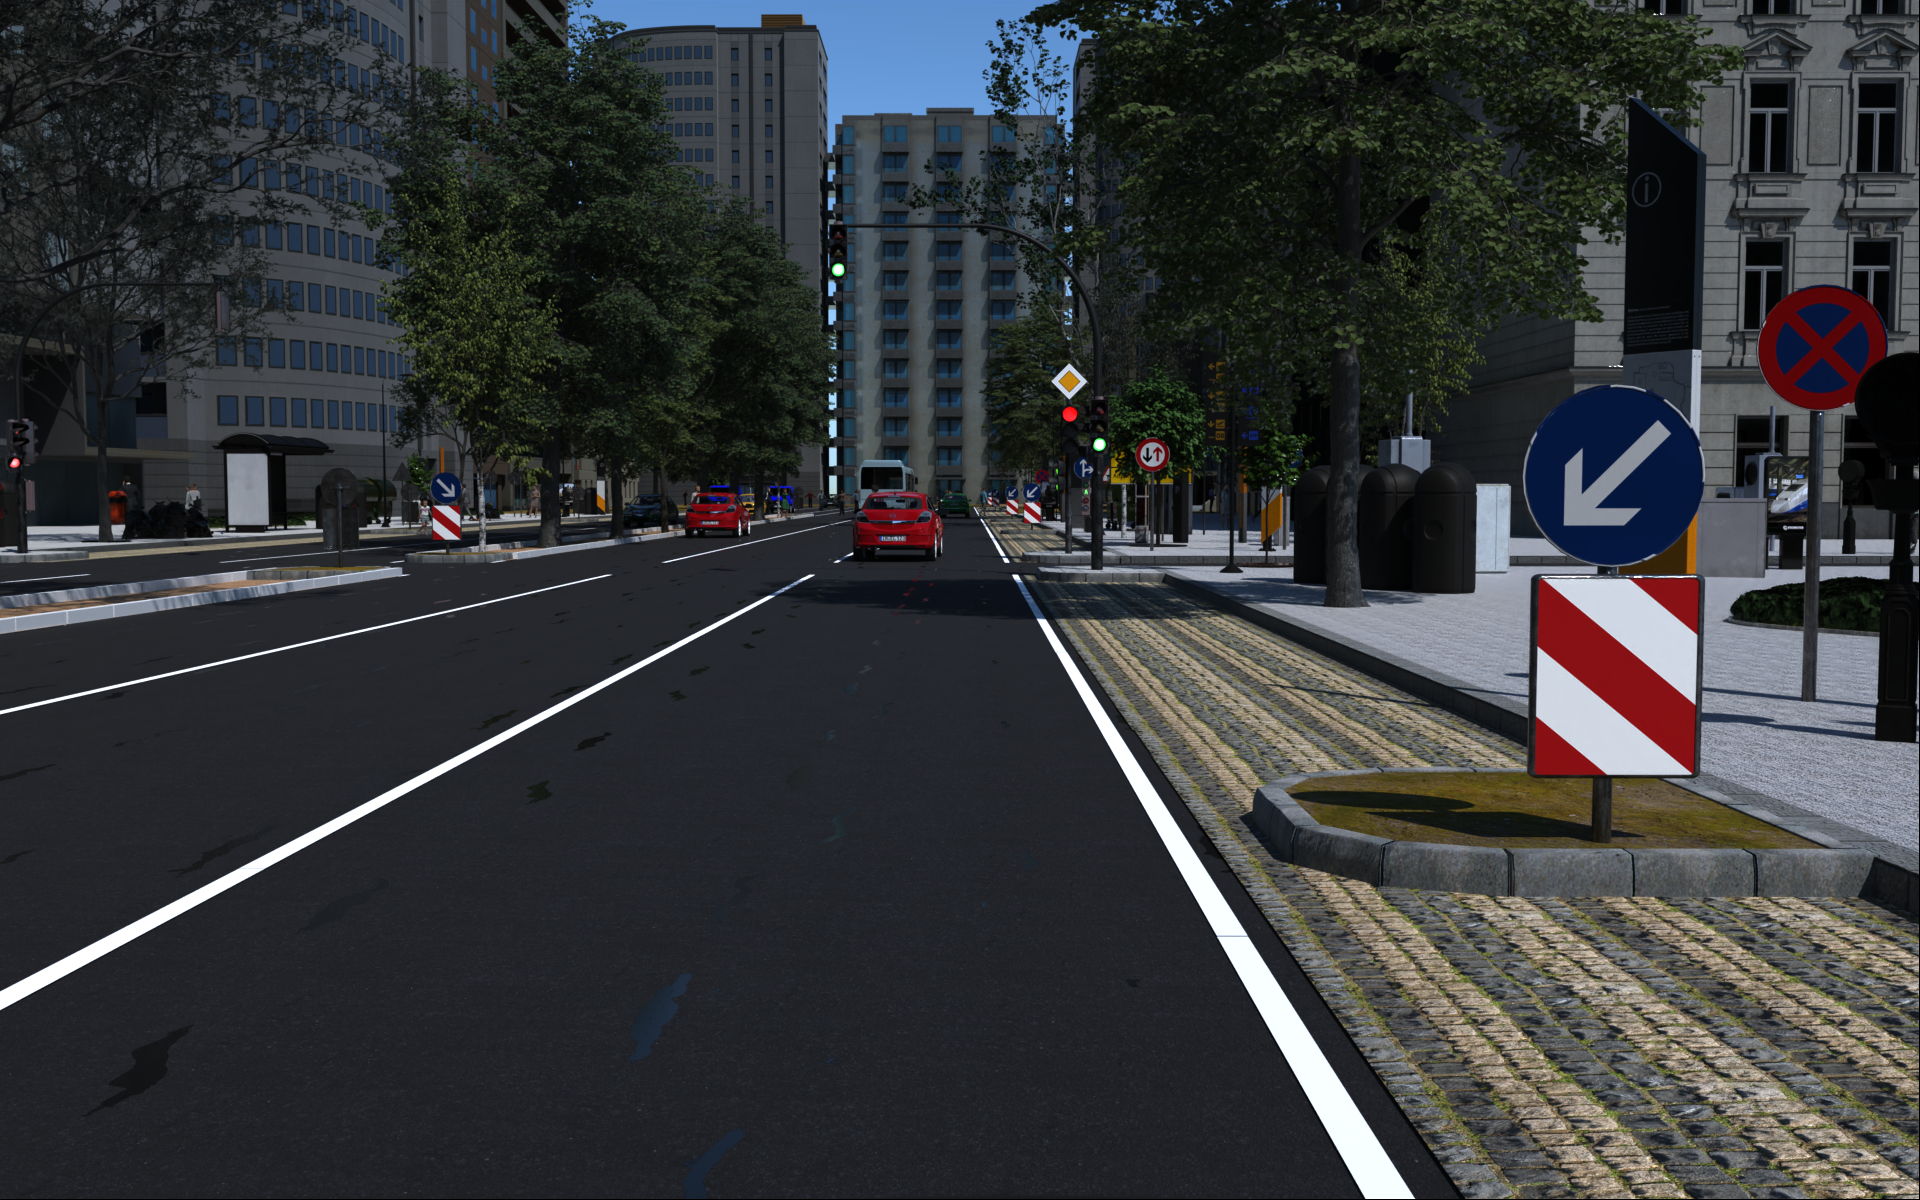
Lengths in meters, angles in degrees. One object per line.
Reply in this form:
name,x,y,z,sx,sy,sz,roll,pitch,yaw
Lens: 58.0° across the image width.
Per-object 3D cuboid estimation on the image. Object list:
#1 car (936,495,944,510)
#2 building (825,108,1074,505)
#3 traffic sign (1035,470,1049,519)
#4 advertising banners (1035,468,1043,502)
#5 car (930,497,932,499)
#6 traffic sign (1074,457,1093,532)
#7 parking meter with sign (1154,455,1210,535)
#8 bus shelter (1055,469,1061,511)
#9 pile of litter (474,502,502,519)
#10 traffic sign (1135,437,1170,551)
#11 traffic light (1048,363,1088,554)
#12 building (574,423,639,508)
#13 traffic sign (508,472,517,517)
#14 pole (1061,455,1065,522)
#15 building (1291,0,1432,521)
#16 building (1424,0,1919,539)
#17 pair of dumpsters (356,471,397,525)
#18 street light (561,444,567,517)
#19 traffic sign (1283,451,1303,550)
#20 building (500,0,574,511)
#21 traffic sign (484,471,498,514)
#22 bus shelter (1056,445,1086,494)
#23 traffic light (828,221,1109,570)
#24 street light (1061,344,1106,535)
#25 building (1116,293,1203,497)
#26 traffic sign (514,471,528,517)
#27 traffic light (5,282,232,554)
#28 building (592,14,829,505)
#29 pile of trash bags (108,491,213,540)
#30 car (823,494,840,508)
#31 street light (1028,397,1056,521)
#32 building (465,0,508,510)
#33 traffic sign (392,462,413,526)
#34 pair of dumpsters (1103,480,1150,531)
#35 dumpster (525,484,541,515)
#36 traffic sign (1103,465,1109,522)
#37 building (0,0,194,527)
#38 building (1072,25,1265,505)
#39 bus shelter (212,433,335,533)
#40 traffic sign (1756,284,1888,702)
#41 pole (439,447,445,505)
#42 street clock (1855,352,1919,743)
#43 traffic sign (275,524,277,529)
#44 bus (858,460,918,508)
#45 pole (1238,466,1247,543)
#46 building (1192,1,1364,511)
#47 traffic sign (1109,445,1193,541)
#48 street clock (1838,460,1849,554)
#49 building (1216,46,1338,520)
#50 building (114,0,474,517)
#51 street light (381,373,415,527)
car,-1.008,-8.126,145.439,1.945,1.354,3.894,0,4,-1
building,-1.286,-36.570,217.533,30.456,49.044,23.786,0,4,0
traffic sign,4.297,-5.526,90.453,0.768,2.556,0.104,1,4,9
advertising banners,4.958,-6.851,108.197,0.090,3.025,2.074,-1,4,-14
car,-4.082,-10.576,184.718,2.131,1.459,4.920,0,4,0
traffic sign,4.254,-3.594,58.872,0.768,2.556,0.104,0,4,2
parking meter with sign,6.990,-3.585,54.875,1.738,3.016,0.543,2,4,34
bus shelter,6.989,-6.882,106.438,2.014,3.302,5.546,0,4,0
pile of litter,-24.578,-4.637,89.777,1.719,0.858,1.176,-2,4,-26
traffic sign,4.334,-2.382,39.045,0.768,2.556,0.104,0,4,4
traffic light,2.323,-2.955,37.233,0.839,4.253,0.868,0,4,0
building,-47.454,-19.489,163.681,28.899,21.520,27.650,0,4,0
traffic sign,-25.323,-6.011,98.386,0.768,2.556,0.104,1,4,9
pole,4.647,-5.159,78.200,0.158,3.312,0.155,0,3,0
building,21.912,-14.949,74.089,12.332,23.373,15.834,0,4,0
building,38.725,-17.091,55.854,44.131,29.872,17.030,0,4,0
pair of dumpsters,-25.217,-4.316,73.068,1.574,2.255,4.437,0,4,0
street light,-21.454,-7.552,96.010,1.470,5.913,1.316,0,4,0
traffic sign,7.469,-2.428,39.802,0.768,2.556,0.104,0,4,1
building,-43.828,-31.396,137.022,21.300,48.544,21.600,0,4,0
traffic sign,-25.061,-5.650,92.478,0.768,2.556,0.104,1,4,8
bus shelter,5.663,-5.668,83.957,1.731,3.624,6.357,0,3,0
traffic light,0.202,-3.330,29.114,4.771,5.953,1.251,0,4,0
street light,3.836,-4.970,53.803,1.470,5.913,1.316,0,4,0
building,29.785,-19.458,163.179,27.650,21.520,28.899,0,4,0
traffic sign,-24.132,-5.815,95.175,0.768,2.556,0.104,0,4,7
traffic light,-18.146,-3.832,37.325,4.771,5.953,1.251,0,4,0
building,-30.776,-41.283,216.977,28.212,58.520,21.231,0,4,0
pile of trash bags,-23.151,-2.437,49.601,1.912,1.369,3.447,1,4,12
car,-13.381,-10.466,180.907,2.009,1.686,4.222,0,4,1
street light,3.931,-6.751,82.925,1.470,5.913,1.316,0,4,0
building,-40.178,-28.682,119.059,14.600,45.320,14.200,0,4,0
traffic sign,-22.717,-4.317,70.587,0.884,2.594,0.081,0,4,3
pair of dumpsters,5.983,-3.621,61.692,1.574,2.255,4.437,0,4,0
dumpster,-25.475,-6.052,104.702,1.264,1.857,1.865,0,4,0
traffic sign,6.717,-4.784,78.219,0.884,2.594,0.081,0,4,5
building,-47.120,-28.869,61.250,28.713,52.752,27.495,0,4,0
building,28.686,-41.287,217.041,28.212,58.520,21.231,0,4,0
bus shelter,-23.564,-4.027,59.762,2.014,3.302,5.546,0,4,0
traffic sign,5.255,-0.645,10.645,0.768,2.556,0.104,0,4,6
pole,-22.647,-5.011,75.770,0.158,3.312,0.155,0,3,0
street clock,4.884,-0.270,8.979,0.471,2.002,0.358,2,4,30
traffic sign,-24.770,-3.700,62.632,0.606,2.300,0.079,0,4,5
bus,-4.132,-6.453,100.369,2.948,3.499,13.247,0,4,1
pole,7.423,-3.154,45.408,0.158,3.312,0.155,0,3,0
building,32.221,-27.175,136.188,32.217,40.220,23.993,0,4,0
traffic sign,5.186,-3.249,46.990,2.265,3.308,0.079,0,4,5
street clock,19.007,-1.982,36.980,0.358,2.002,0.471,-2,4,-26
building,23.833,-16.155,97.425,16.112,22.955,30.059,0,4,0
building,-42.252,-33.961,97.269,21.231,58.520,28.212,0,4,0
street light,-21.637,-5.758,66.681,1.470,5.913,1.316,0,4,0
